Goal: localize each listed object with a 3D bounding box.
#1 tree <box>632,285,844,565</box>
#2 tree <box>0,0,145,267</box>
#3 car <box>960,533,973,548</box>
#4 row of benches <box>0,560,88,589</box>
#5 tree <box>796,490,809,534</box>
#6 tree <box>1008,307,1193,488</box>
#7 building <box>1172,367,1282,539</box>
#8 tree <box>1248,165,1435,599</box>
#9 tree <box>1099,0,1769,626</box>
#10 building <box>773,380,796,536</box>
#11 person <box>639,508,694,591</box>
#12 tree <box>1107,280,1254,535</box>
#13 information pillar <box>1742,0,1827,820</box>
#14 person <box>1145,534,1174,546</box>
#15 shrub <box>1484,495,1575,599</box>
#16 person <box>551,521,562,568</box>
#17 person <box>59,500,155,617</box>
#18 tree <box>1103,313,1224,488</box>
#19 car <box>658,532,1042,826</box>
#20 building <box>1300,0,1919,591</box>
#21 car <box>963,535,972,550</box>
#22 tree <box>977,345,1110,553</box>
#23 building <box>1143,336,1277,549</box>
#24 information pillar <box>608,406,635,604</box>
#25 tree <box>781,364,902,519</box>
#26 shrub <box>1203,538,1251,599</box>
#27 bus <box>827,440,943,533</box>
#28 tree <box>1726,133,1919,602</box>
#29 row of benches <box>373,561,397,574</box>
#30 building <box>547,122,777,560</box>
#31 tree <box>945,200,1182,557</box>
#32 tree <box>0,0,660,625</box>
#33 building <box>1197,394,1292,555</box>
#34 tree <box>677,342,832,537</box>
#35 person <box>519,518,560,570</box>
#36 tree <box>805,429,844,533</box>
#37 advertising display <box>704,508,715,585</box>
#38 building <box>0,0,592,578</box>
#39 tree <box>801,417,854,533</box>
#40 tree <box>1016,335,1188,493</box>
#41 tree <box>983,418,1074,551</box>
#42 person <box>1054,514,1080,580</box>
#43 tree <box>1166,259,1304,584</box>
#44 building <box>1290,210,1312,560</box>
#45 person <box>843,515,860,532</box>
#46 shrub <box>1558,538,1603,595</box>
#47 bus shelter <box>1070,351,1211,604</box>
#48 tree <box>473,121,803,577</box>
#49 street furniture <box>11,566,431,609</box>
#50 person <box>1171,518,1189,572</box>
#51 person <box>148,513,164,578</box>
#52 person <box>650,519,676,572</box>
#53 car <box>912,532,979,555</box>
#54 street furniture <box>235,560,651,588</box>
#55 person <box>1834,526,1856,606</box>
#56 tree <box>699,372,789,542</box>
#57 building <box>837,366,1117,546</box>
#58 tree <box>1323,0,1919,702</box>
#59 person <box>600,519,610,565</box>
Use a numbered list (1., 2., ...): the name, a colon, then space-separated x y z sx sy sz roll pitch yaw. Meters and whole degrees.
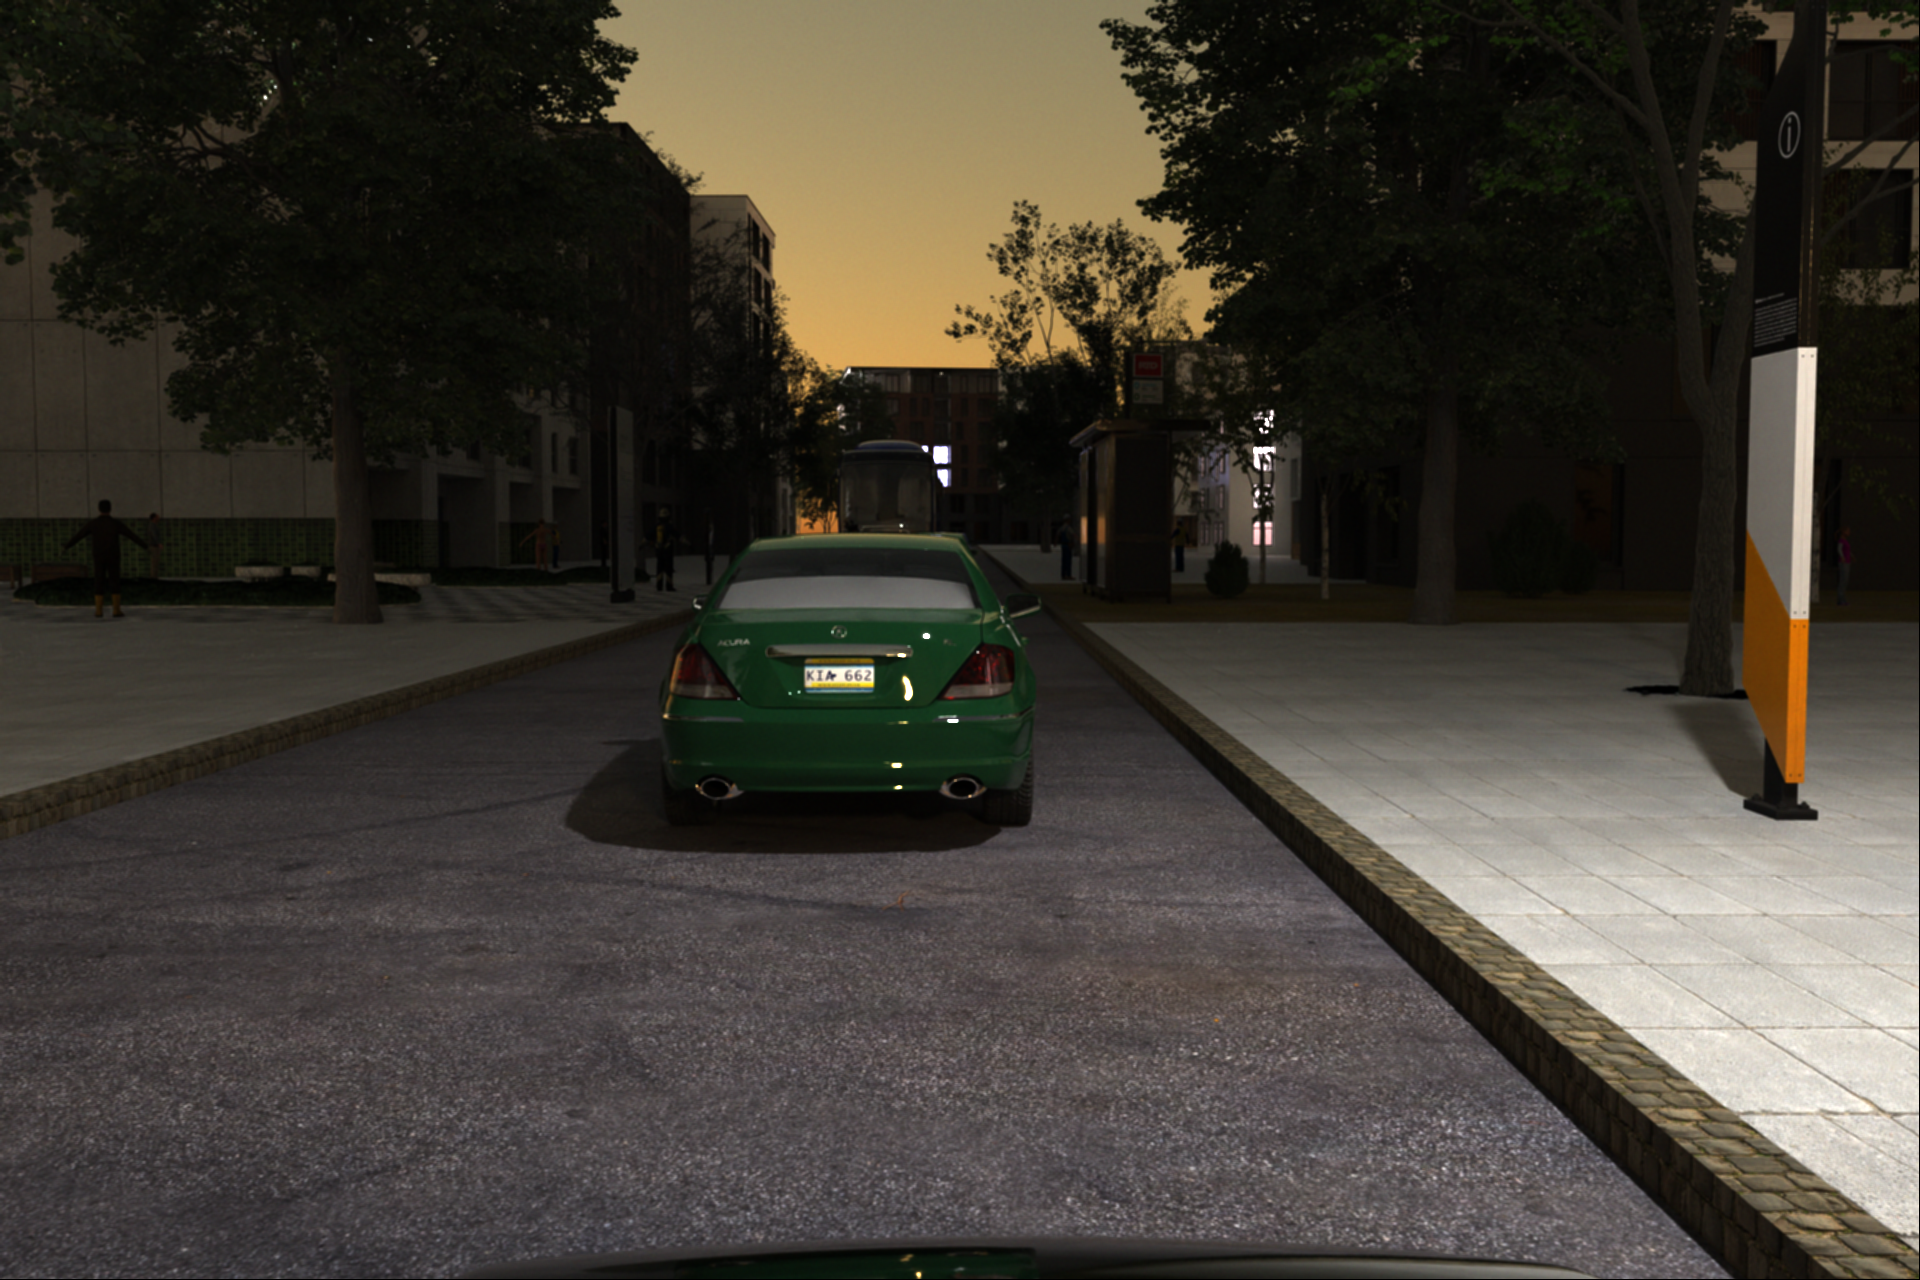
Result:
1. tree: -8.712 -8.032 65.728 8.767 10.594 7.601 0 4 -7
2. tree: -9.076 -6.299 9.650 9.857 13.997 8.962 0 3 0
3. car: -0.238 -5.192 94.487 1.945 1.707 3.694 0 4 1
4. row of benches: -22.508 -1.531 40.493 4.104 0.672 1.422 -1 4 -11
5. tree: -20.218 -16.493 220.019 4.360 8.622 3.978 0 3 0
6. tree: 5.895 -8.436 72.337 8.767 10.594 7.601 1 4 16
7. building: 26.175 -20.141 185.727 16.016 20.090 11.380 0 3 0
8. tree: 7.292 -5.104 33.808 4.737 8.622 4.395 0 3 0
9. tree: 6.791 -7.198 24.342 9.857 13.997 8.962 0 3 0
10. building: -27.527 -19.435 184.217 16.747 18.905 31.486 0 4 1
11. person: -6.617 -2.023 38.862 1.354 1.856 0.705 1 4 16
12. tree: 5.892 -6.126 50.519 4.360 8.622 3.978 0 3 0
13. information pillar: 3.754 -1.012 7.902 0.183 3.616 0.504 0 4 1
14. person: 6.130 -2.936 54.127 1.347 1.817 0.704 -3 4 -38
15. shrub: 11.379 -1.870 34.617 1.661 2.075 1.752 0 3 0
16. person: -15.017 -3.560 64.668 0.721 1.772 1.216 0 4 -4
17. person: -13.190 -1.262 26.772 1.346 1.812 0.704 -1 4 -19
18. tree: 6.651 -6.643 58.972 4.737 8.622 4.395 0 3 0
19. car: -0.557 0.113 9.950 2.131 1.459 4.920 0 4 -1
20. building: 24.605 -12.899 54.867 27.936 21.610 32.646 0 3 0
21. car: -0.345 -4.778 90.123 2.014 1.417 4.499 0 4 -1
22. tree: 5.981 -12.952 118.416 9.857 13.997 8.962 0 3 0
23. building: 21.821 -18.919 165.739 16.016 20.090 11.380 0 4 0
24. information pillar: -6.378 -2.530 32.675 0.184 3.620 1.656 0 4 -1
25. tree: -8.908 -13.756 131.565 9.857 13.997 8.962 0 3 0
26. shrub: 5.333 -1.434 34.562 1.383 1.207 1.383 0 3 0
27. bus: -1.887 -3.520 49.095 2.896 3.916 12.251 0 4 0
28. tree: 16.057 -4.997 32.066 4.737 8.622 4.395 0 3 0
29. row of benches: -12.723 -1.383 38.070 1.422 0.672 4.104 -1 4 -17
30. building: -26.779 -15.828 102.762 27.936 21.610 32.646 0 4 1
31. tree: 5.808 -14.849 98.663 12.611 20.169 13.585 0 3 0
32. tree: -8.593 -7.200 24.375 9.857 13.997 8.962 0 3 0
33. building: 20.534 -9.879 103.674 9.099 9.664 28.070 0 4 0
34. tree: -9.459 -9.007 81.679 7.601 10.594 8.767 1 4 17
35. person: -11.717 -2.542 48.368 1.217 1.733 0.721 -3 4 -38
36. tree: -9.105 -10.407 120.515 4.360 8.622 3.978 0 3 0
37. advertising display: -6.357 -2.369 43.946 0.123 1.923 0.974 0 4 0
38. building: -26.104 -12.213 66.137 16.747 18.905 31.486 0 4 1
39. tree: -8.475 -9.732 109.476 4.737 8.622 4.395 0 3 0
40. tree: 6.545 -8.935 80.506 8.767 10.594 7.601 1 4 11
41. tree: 5.972 -12.033 131.157 7.601 10.594 8.767 2 4 32
42. person: 3.020 -2.612 48.566 0.705 1.847 1.347 -3 4 -36
43. tree: 7.572 -5.751 44.393 4.737 8.622 4.395 0 3 0
44. building: 21.806 -14.058 86.266 16.016 20.090 11.380 0 4 0
45. person: -2.474 -1.889 39.110 0.705 1.858 1.354 0 4 -6
46. shrub: 13.122 -1.572 36.823 1.383 1.207 1.383 0 3 0
47. bus shelter: 3.477 -3.561 35.860 2.179 5.291 8.768 0 4 -1
48. tree: -9.642 -8.635 51.558 12.009 13.543 11.850 0 3 0
49. street furniture: -14.803 -1.002 32.017 10.072 0.657 5.734 0 3 0
50. person: 7.399 -3.217 58.564 0.705 1.833 1.349 3 5 41
51. person: -19.540 -2.192 42.104 0.705 1.796 1.348 -2 4 -29
52. person: -9.751 -3.164 57.951 1.346 1.802 0.704 -2 4 -31
53. car: -0.559 -1.717 36.868 1.959 1.807 4.718 0 4 -1
54. street furniture: -13.058 -1.721 43.763 10.072 0.657 5.734 0 4 -2
55. person: 15.903 -1.331 31.029 0.599 1.433 0.991 3 4 37
56. tree: -8.751 -7.566 74.060 4.360 8.622 3.978 0 3 0
57. building: 1.220 -22.978 222.124 32.646 21.610 27.936 0 4 -7
58. tree: 5.863 -5.356 13.327 9.928 11.665 9.643 0 3 0
59. person: -13.190 -3.572 64.343 0.705 1.837 1.347 0 4 -6
